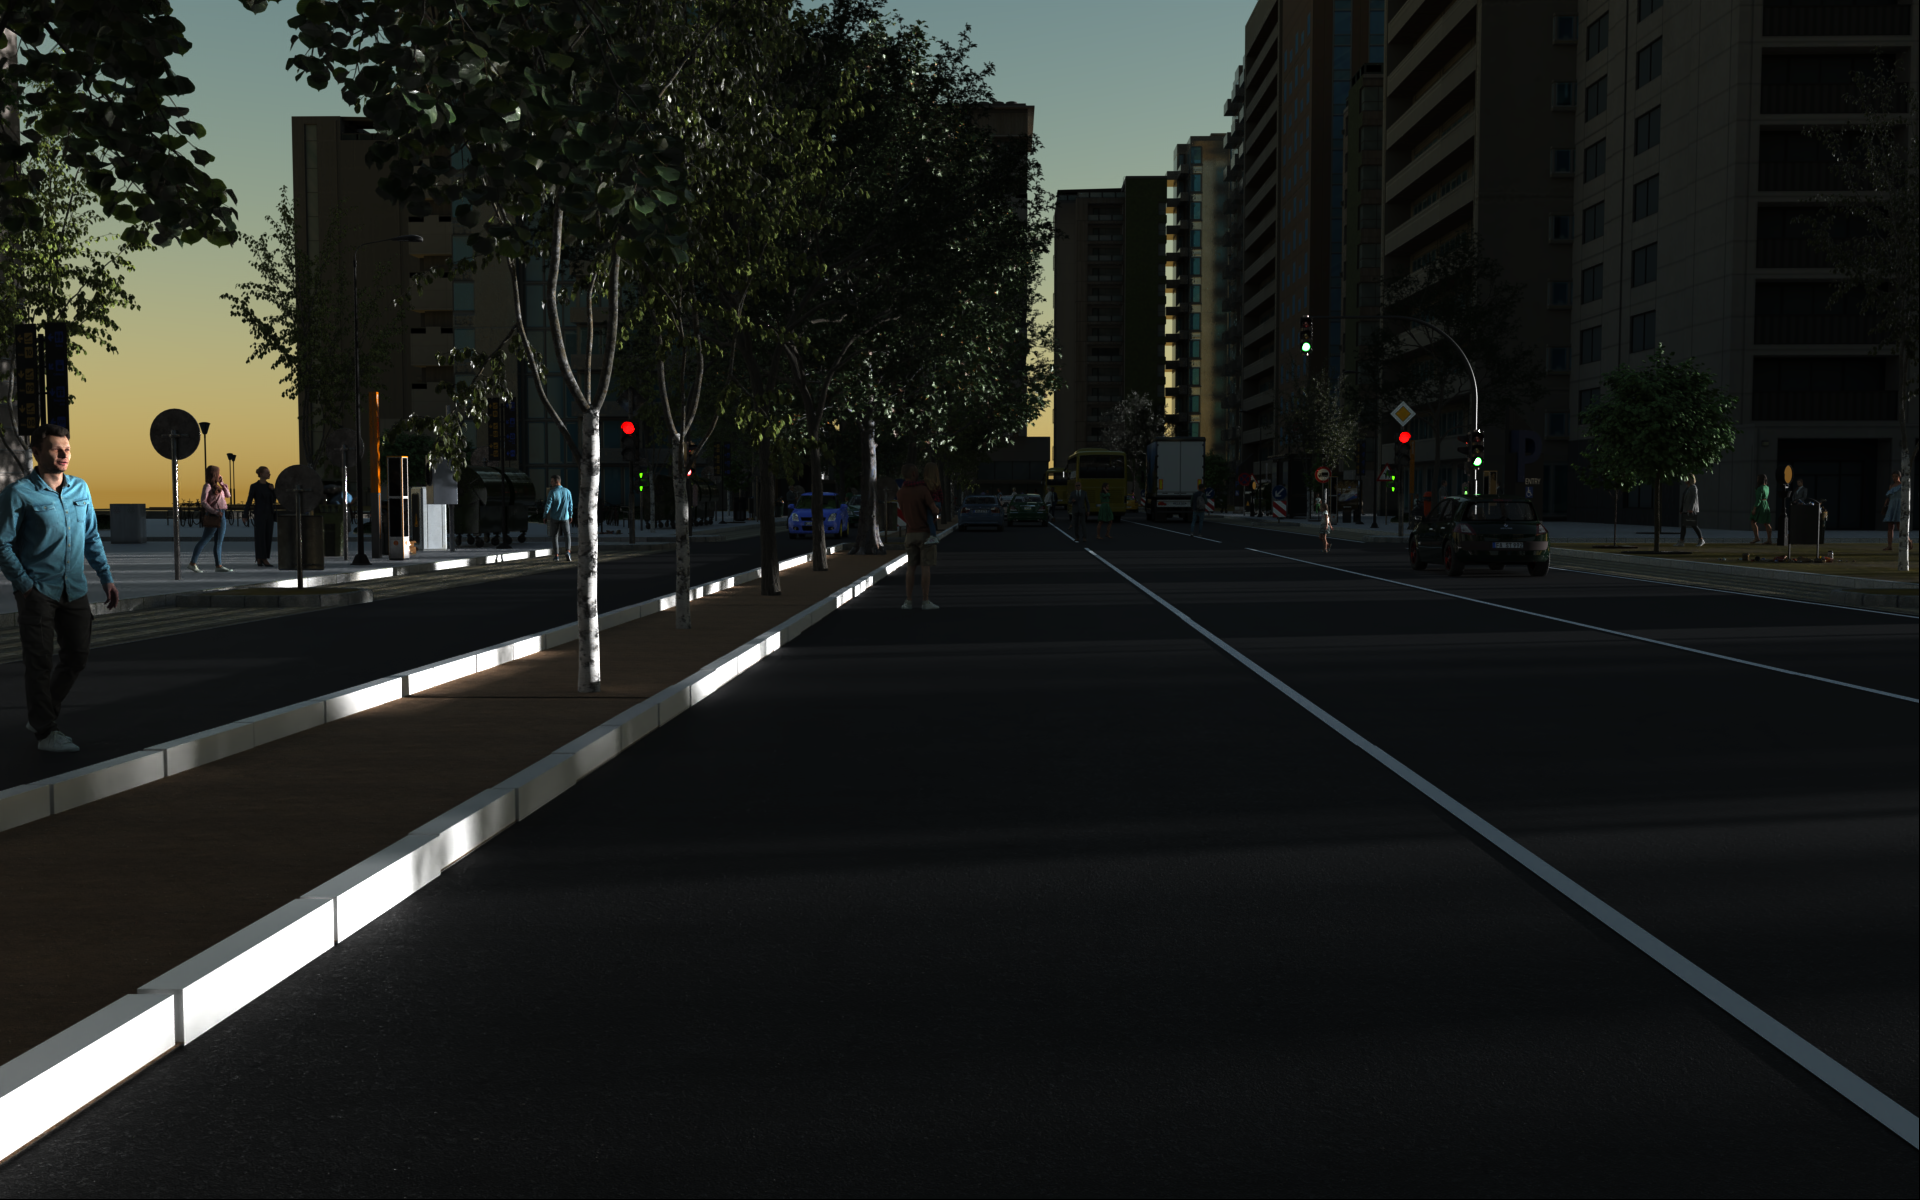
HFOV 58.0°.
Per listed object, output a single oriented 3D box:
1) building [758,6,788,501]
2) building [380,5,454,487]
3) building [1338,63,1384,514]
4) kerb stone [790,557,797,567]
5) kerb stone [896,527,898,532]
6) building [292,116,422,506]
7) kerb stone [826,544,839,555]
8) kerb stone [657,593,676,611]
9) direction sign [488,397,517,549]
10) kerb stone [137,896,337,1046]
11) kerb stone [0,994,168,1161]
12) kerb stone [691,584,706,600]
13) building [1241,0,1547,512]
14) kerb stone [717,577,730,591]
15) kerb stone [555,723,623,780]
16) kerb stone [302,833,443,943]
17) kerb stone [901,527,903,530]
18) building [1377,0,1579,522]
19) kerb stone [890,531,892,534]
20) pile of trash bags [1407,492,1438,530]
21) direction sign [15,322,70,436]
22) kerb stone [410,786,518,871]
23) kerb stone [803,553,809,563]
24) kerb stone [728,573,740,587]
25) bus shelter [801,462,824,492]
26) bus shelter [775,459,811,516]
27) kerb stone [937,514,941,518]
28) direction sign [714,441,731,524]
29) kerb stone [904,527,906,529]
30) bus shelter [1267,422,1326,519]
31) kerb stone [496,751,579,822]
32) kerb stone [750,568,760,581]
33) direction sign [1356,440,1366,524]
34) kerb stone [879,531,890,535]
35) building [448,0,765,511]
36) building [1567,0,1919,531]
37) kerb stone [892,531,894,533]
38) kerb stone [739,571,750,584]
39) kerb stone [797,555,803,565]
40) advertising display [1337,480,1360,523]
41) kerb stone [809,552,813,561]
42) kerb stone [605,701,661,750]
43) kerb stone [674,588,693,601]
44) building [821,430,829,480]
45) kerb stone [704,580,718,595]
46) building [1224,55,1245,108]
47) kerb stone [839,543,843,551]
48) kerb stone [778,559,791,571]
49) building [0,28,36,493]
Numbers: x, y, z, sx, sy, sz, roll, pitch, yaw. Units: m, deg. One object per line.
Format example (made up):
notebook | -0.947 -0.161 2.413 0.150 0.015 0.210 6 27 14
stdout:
building | -25.096 -44.623 167.834 20.563 71.187 20.611 0 4 2
building | -42.720 -36.259 182.076 27.495 52.752 28.713 0 4 2
building | 33.319 -21.282 119.657 14.160 30.474 14.107 0 4 2
kerb stone | -3.348 -0.710 33.823 0.120 0.150 1.000 0 4 2
kerb stone | -2.492 -2.556 64.059 0.120 0.150 1.000 0 4 2
building | -63.464 -31.004 190.509 14.086 41.232 14.154 0 4 2
kerb stone | -3.116 -1.213 42.032 0.120 0.150 1.000 0 4 2
kerb stone | -3.694 0.042 21.503 0.120 0.150 1.000 0 4 2
direction sign | -10.717 -2.973 40.611 0.876 3.537 0.379 2 4 30
kerb stone | -2.059 1.052 4.991 0.120 0.150 1.000 0 4 2
kerb stone | -2.100 1.122 3.971 0.120 0.150 1.000 0 4 2
kerb stone | -3.644 -0.084 23.568 0.120 0.150 1.000 0 4 2
building | 37.055 -32.352 152.664 21.300 48.544 21.600 0 4 2
kerb stone | -3.586 -0.210 25.624 0.120 0.150 1.000 0 4 2
kerb stone | -1.952 0.802 9.090 0.120 0.150 1.000 0 4 2
kerb stone | -2.029 0.989 6.018 0.120 0.150 1.000 0 4 2
kerb stone | -2.408 -2.748 67.129 0.120 0.150 1.000 0 4 2
building | 34.839 -28.486 89.449 21.300 48.544 21.600 0 4 2
kerb stone | -2.587 -2.372 60.981 0.120 0.150 1.000 0 4 2
pile of trash bags | 16.992 -3.210 62.233 1.912 1.369 3.447 1 4 19
direction sign | -12.184 -1.899 23.051 0.876 3.537 0.379 1 4 21
kerb stone | -2.011 0.927 7.045 0.120 0.150 1.000 0 4 2
kerb stone | -3.289 -0.837 35.875 0.120 0.150 1.000 0 4 2
kerb stone | -3.554 -0.272 26.645 0.120 0.150 1.000 0 4 2
bus shelter | -10.168 -7.271 112.799 2.014 3.302 5.546 0 4 2
bus shelter | -9.564 -6.744 101.548 1.731 3.624 6.357 0 4 2
kerb stone | -1.194 -5.379 110.148 0.120 0.150 1.000 0 4 2
direction sign | -10.250 -5.059 74.715 0.876 3.537 0.379 2 4 28
kerb stone | -2.353 -2.874 69.180 0.120 0.150 1.000 0 4 2
bus shelter | 17.942 -7.097 93.672 2.179 5.291 8.768 0 4 2
kerb stone | -1.974 0.866 8.069 0.120 0.150 1.000 0 4 2
kerb stone | -3.495 -0.393 28.693 0.120 0.150 1.000 0 4 2
direction sign | 16.984 -4.983 73.461 0.379 3.537 0.876 -1 4 -12
kerb stone | -2.612 -2.309 59.959 0.120 0.150 1.000 0 4 2
building | -28.184 -32.018 143.101 23.786 49.044 30.456 0 4 2
building | 38.067 -38.506 67.824 20.611 71.187 20.563 0 4 2
kerb stone | -2.552 -2.428 62.003 0.120 0.150 1.000 0 4 2
kerb stone | -3.528 -0.335 27.667 0.120 0.150 1.000 0 4 2
kerb stone | -3.321 -0.774 34.844 0.120 0.150 1.000 0 4 2
advertising display | 17.249 -4.402 77.179 0.974 1.923 0.123 0 4 -4
kerb stone | -3.262 -0.900 36.904 0.120 0.150 1.000 0 4 2
kerb stone | -1.925 0.739 10.112 0.120 0.150 1.000 0 4 2
kerb stone | -3.664 -0.020 22.531 0.120 0.150 1.000 0 4 2
building | -21.663 -25.541 189.290 14.107 30.474 14.160 0 4 2
kerb stone | -3.614 -0.147 24.595 0.120 0.150 1.000 0 4 2
building | 39.213 -34.211 178.962 23.786 49.044 30.456 0 4 2
kerb stone | -3.091 -1.276 43.053 0.120 0.150 1.000 0 4 2
kerb stone | -3.378 -0.648 32.795 0.120 0.150 1.000 0 4 2
building | -31.138 -11.520 30.151 24.055 21.916 13.314 0 4 2
